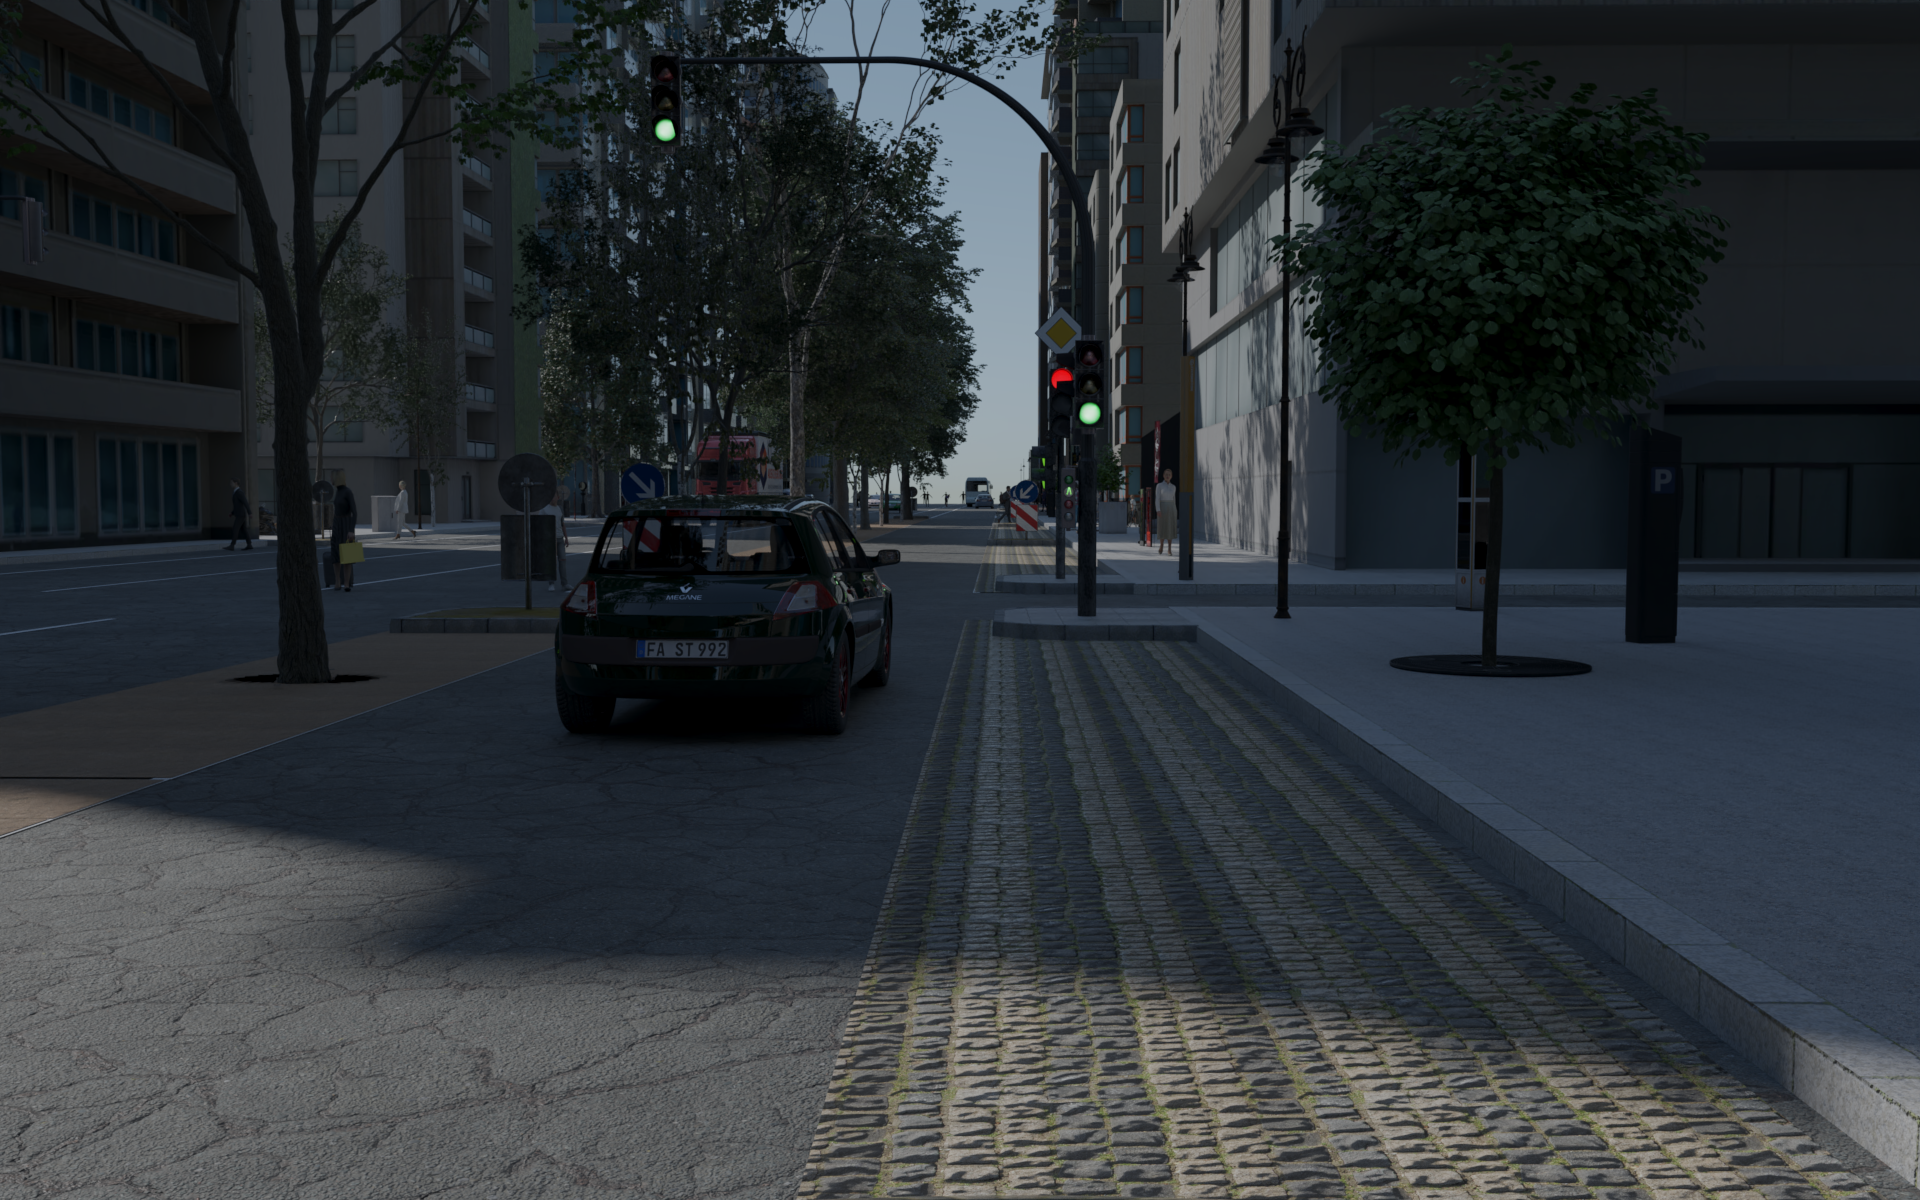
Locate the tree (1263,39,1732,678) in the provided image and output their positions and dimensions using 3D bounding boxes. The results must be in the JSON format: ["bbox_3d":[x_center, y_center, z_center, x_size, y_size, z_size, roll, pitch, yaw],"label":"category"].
[{"bbox_3d":[3.838,-1.769,12.637,4.285,4.588,4.351,0,3,0],"label":"tree"}]

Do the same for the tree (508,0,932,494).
[{"bbox_3d":[-4.710,-5.889,33.154,8.767,10.594,7.601,0,4,1],"label":"tree"}]

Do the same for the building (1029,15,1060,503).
[{"bbox_3d":[21.193,-56.876,242.598,22.319,86.520,31.000,0,4,1],"label":"building"}]

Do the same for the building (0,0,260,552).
[{"bbox_3d":[-30.834,-25.314,37.587,21.300,48.544,21.600,0,4,1],"label":"building"}]

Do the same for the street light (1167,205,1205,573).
[{"bbox_3d":[3.638,-3.380,28.046,0.468,5.910,1.993,0,4,1],"label":"street light"}]

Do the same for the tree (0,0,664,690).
[{"bbox_3d":[-5.094,-5.183,12.950,9.928,11.665,9.643,0,3,0],"label":"tree"}]

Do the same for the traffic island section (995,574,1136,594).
[{"bbox_3d":[1.541,-0.242,26.232,2.009,0.180,2.903,0,4,1],"label":"traffic island section"}]

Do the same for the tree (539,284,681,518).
[{"bbox_3d":[-19.534,-10.708,92.087,9.611,12.733,9.660,0,3,0],"label":"tree"}]

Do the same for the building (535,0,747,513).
[{"bbox_3d":[-30.517,-32.277,147.343,23.786,49.044,30.456,0,4,1],"label":"building"}]

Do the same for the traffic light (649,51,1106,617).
[{"bbox_3d":[-0.783,-2.653,18.045,4.771,5.953,1.251,0,4,1],"label":"traffic light"}]

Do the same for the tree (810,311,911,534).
[{"bbox_3d":[-3.830,-6.699,62.348,4.737,8.622,4.395,0,3,0],"label":"tree"}]

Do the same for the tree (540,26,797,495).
[{"bbox_3d":[-4.384,-4.545,27.135,4.360,8.622,3.978,0,3,0],"label":"tree"}]

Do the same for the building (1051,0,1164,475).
[{"bbox_3d":[18.160,-29.118,130.709,22.147,44.769,28.867,0,4,1],"label":"building"}]

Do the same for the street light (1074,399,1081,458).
[{"bbox_3d":[4.500,-5.591,64.194,0.468,5.910,1.993,0,4,1],"label":"street light"}]

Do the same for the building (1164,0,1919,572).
[{"bbox_3d":[18.800,-27.461,38.226,27.495,52.752,28.713,0,4,1],"label":"building"}]

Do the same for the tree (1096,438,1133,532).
[{"bbox_3d":[5.243,-3.972,59.536,1.663,3.219,1.824,0,3,0],"label":"tree"}]

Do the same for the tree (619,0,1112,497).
[{"bbox_3d":[-2.967,-11.294,43.009,12.611,20.169,13.585,0,3,0],"label":"tree"}]

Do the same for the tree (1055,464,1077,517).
[{"bbox_3d":[5.741,-6.292,97.482,1.663,3.219,1.824,0,3,0],"label":"tree"}]

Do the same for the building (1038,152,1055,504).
[{"bbox_3d":[17.023,-34.941,221.391,14.600,45.320,14.200,0,4,1],"label":"building"}]

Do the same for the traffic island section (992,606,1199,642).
[{"bbox_3d":[1.350,0.247,18.249,2.009,0.180,2.903,0,4,1],"label":"traffic island section"}]

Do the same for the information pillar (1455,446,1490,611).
[{"bbox_3d":[5.667,-0.889,19.034,0.304,2.012,0.304,-1,4,-19],"label":"information pillar"}]

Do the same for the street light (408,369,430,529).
[{"bbox_3d":[-19.706,-5.519,63.024,0.468,5.910,1.993,0,4,1],"label":"street light"}]

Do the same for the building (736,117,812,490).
[{"bbox_3d":[-28.999,-33.384,200.452,22.147,44.769,28.867,0,4,1],"label":"building"}]

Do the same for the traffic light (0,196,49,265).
[{"bbox_3d":[-16.461,-3.174,26.568,4.771,5.953,1.251,0,4,1],"label":"traffic light"}]

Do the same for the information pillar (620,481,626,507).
[{"bbox_3d":[-19.521,-5.864,100.373,0.304,2.012,0.304,0,4,-8],"label":"information pillar"}]

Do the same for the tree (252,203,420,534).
[{"bbox_3d":[-20.072,-7.361,54.764,7.601,10.594,8.767,-3,4,-39],"label":"tree"}]

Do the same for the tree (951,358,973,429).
[{"bbox_3d":[-3.591,-8.913,82.599,8.767,10.594,7.601,0,4,1],"label":"tree"}]

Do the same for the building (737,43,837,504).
[{"bbox_3d":[-27.937,-41.989,228.524,21.231,58.520,28.212,0,4,1],"label":"building"}]

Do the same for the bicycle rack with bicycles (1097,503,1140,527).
[{"bbox_3d":[6.038,-3.292,67.205,2.852,0.926,2.925,1,4,11],"label":"bicycle rack with bicycles"}]

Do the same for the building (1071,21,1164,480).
[{"bbox_3d":[14.039,-20.678,109.791,14.160,30.474,14.107,0,4,1],"label":"building"}]

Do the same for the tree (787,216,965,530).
[{"bbox_3d":[-3.699,-9.042,68.427,7.486,12.596,7.792,0,3,0],"label":"tree"}]

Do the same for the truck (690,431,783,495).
[{"bbox_3d":[-10.058,-5.521,79.184,2.839,4.237,11.283,0,4,2],"label":"truck"}]

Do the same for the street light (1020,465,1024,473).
[{"bbox_3d":[8.265,-15.386,224.352,0.468,5.910,1.993,0,4,1],"label":"street light"}]

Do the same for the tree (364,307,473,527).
[{"bbox_3d":[-20.747,-7.154,67.336,4.360,8.622,3.978,0,3,0],"label":"tree"}]

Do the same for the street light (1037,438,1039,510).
[{"bbox_3d":[6.371,-10.302,141.224,0.468,5.910,1.993,0,4,1],"label":"street light"}]

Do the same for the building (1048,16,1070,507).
[{"bbox_3d":[19.494,-33.061,160.162,23.786,49.044,30.456,0,4,1],"label":"building"}]

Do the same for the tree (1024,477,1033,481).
[{"bbox_3d":[7.591,-12.040,191.447,1.663,3.219,1.824,0,3,0],"label":"tree"}]

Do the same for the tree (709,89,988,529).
[{"bbox_3d":[-3.731,-8.894,54.533,9.857,13.997,8.962,0,3,0],"label":"tree"}]

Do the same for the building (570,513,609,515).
[{"bbox_3d":[-31.848,-30.398,116.616,23.786,49.044,30.456,0,4,1],"label":"building"}]

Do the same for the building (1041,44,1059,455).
[{"bbox_3d":[23.933,-37.357,200.029,28.713,52.752,27.495,0,4,1],"label":"building"}]

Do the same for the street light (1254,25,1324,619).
[{"bbox_3d":[3.334,-2.748,17.724,0.468,5.910,1.993,0,4,1],"label":"street light"}]

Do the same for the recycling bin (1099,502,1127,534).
[{"bbox_3d":[4.965,-2.672,56.249,0.722,1.027,0.722,-1,4,-18],"label":"recycling bin"}]

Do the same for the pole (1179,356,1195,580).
[{"bbox_3d":[3.370,-1.949,25.713,0.158,3.312,0.155,0,3,0],"label":"pole"}]

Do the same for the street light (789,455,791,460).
[{"bbox_3d":[-17.107,-12.411,175.710,0.468,5.910,1.993,0,4,1],"label":"street light"}]

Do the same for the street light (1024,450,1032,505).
[{"bbox_3d":[7.474,-13.156,187.880,0.468,5.910,1.993,0,4,1],"label":"street light"}]

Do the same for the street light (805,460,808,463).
[{"bbox_3d":[-16.767,-13.108,187.100,0.468,5.910,1.993,0,4,1],"label":"street light"}]

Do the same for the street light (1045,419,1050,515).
[{"bbox_3d":[5.324,-8.091,105.080,0.468,5.910,1.993,0,4,1],"label":"street light"}]

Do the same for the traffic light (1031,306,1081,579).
[{"bbox_3d":[1.502,-2.275,26.119,0.839,4.253,0.868,0,4,1],"label":"traffic light"}]

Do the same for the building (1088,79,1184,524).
[{"bbox_3d":[20.934,-14.772,86.564,27.650,21.520,28.899,0,4,1],"label":"building"}]

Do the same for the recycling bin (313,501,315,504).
[{"bbox_3d":[-22.409,-2.863,59.367,0.722,1.027,0.722,-1,4,-17],"label":"recycling bin"}]

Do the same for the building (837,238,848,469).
[{"bbox_3d":[-23.876,-34.647,250.070,14.154,41.232,14.086,0,4,1],"label":"building"}]

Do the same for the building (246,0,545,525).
[{"bbox_3d":[-27.673,-24.107,77.738,14.154,41.232,14.086,0,4,1],"label":"building"}]
